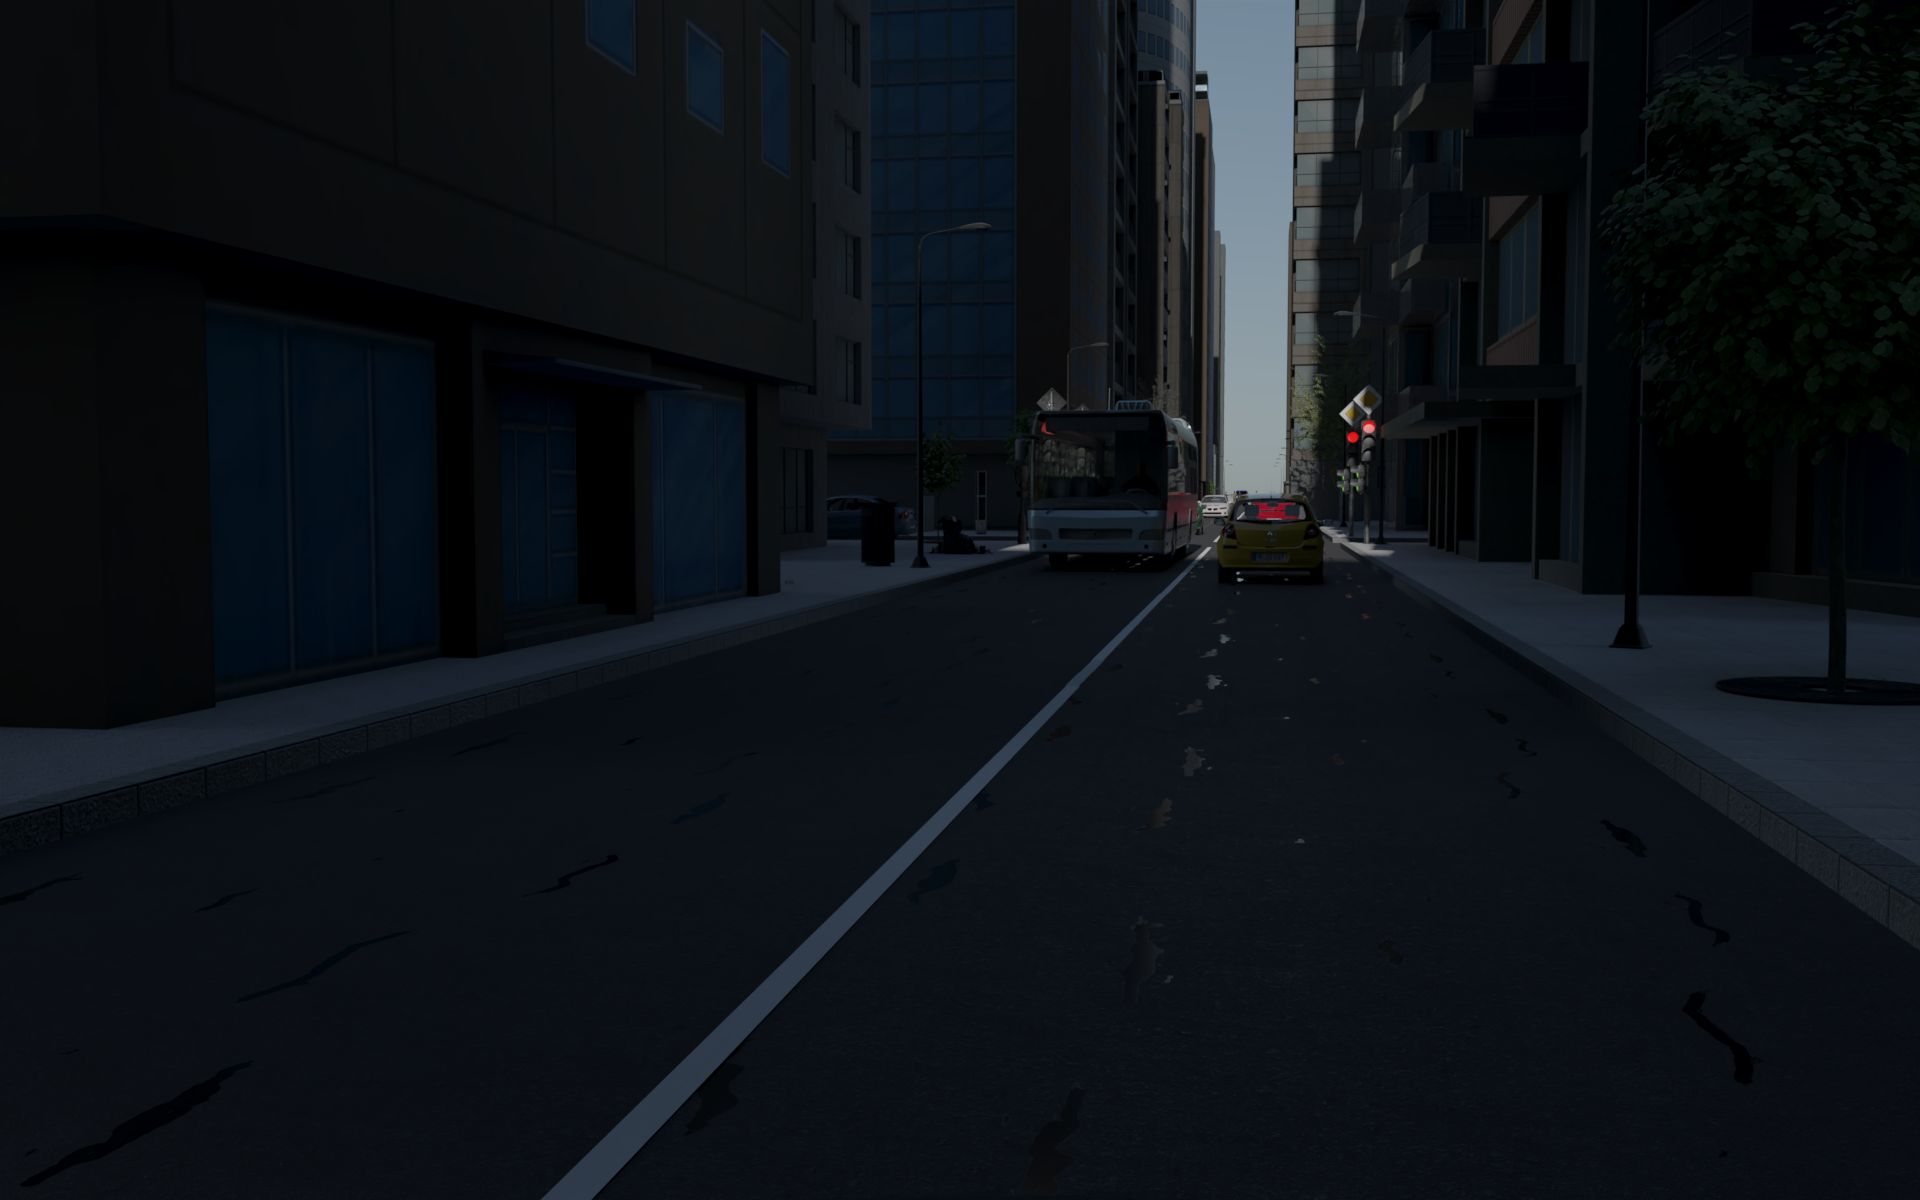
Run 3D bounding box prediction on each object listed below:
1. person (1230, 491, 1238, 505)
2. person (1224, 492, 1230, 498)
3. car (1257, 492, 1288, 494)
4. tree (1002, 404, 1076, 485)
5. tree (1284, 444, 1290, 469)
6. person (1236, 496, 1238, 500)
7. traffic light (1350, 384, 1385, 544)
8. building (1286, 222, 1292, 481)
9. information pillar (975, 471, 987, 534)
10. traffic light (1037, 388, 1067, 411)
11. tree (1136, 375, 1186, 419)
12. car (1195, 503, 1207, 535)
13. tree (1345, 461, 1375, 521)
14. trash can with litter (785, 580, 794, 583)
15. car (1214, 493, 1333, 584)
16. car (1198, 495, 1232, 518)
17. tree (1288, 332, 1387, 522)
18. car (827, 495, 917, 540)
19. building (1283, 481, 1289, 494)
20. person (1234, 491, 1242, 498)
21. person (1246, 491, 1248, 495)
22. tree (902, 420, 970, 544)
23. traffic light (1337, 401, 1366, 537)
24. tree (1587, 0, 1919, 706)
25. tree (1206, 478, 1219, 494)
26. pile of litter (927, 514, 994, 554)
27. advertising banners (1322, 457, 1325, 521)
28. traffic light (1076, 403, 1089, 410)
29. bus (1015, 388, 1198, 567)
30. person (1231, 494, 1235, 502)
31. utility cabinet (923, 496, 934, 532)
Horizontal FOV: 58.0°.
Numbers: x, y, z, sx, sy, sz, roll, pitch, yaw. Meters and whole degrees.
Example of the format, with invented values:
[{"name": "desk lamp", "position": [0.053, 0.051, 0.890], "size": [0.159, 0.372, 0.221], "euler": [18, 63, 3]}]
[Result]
[{"name": "person", "position": [35.515, -13.177, 223.952], "size": [1.348, 1.824, 0.705], "euler": [2, 4, 33]}, {"name": "person", "position": [31.152, -11.781, 201.917], "size": [0.742, 1.727, 0.445], "euler": [0, 4, -4]}, {"name": "car", "position": [11.365, -3.305, 63.080], "size": [2.155, 1.783, 4.494], "euler": [1, 4, 8]}, {"name": "tree", "position": [3.012, -4.498, 57.253], "size": [4.285, 4.588, 4.351], "euler": [0, 3, 0]}, {"name": "tree", "position": [42.173, -16.168, 214.709], "size": [4.360, 8.622, 3.978], "euler": [0, 3, 0]}, {"name": "person", "position": [36.798, -13.356, 230.062], "size": [0.799, 1.438, 0.628], "euler": [2, 4, 29]}, {"name": "traffic light", "position": [10.418, -3.389, 44.323], "size": [0.839, 4.253, 0.868], "euler": [1, 4, 10]}, {"name": "building", "position": [58.951, -38.195, 274.596], "size": [14.600, 45.320, 14.200], "euler": [1, 4, 10]}, {"name": "information pillar", "position": [0.670, -3.095, 55.101], "size": [0.304, 2.012, 0.304], "euler": [-1, 4, -11]}, {"name": "traffic light", "position": [2.425, -3.473, 45.698], "size": [0.839, 4.253, 0.868], "euler": [1, 4, 10]}, {"name": "tree", "position": [11.825, -9.550, 106.509], "size": [4.360, 8.622, 3.978], "euler": [0, 3, 0]}, {"name": "car", "position": [7.767, -3.067, 61.943], "size": [2.131, 1.459, 4.920], "euler": [1, 4, 9]}, {"name": "tree", "position": [18.403, -5.319, 81.561], "size": [1.663, 3.219, 1.824], "euler": [0, 3, 0]}, {"name": "trash can with litter", "position": [-3.496, -0.827, 24.582], "size": [2.233, 1.210, 1.678], "euler": [0, 4, 0]}, {"name": "car", "position": [5.272, -1.163, 29.234], "size": [2.015, 1.641, 3.980], "euler": [1, 4, 11]}, {"name": "car", "position": [15.372, -5.631, 104.420], "size": [2.083, 1.381, 4.827], "euler": [1, 4, 12]}, {"name": "tree", "position": [16.986, -7.813, 78.106], "size": [4.737, 8.622, 4.395], "euler": [0, 3, 0]}, {"name": "car", "position": [-3.510, -2.355, 50.509], "size": [4.499, 1.417, 2.014], "euler": [1, 4, 11]}, {"name": "building", "position": [64.336, -34.397, 254.278], "size": [32.217, 40.220, 23.993], "euler": [1, 4, 10]}, {"name": "person", "position": [34.905, -12.707, 216.276], "size": [1.348, 1.821, 0.705], "euler": [1, 4, 21]}, {"name": "person", "position": [42.056, -14.975, 253.276], "size": [0.705, 1.831, 1.348], "euler": [3, 4, 38]}, {"name": "tree", "position": [-0.525, -3.088, 45.085], "size": [1.663, 3.219, 1.824], "euler": [0, 3, 0]}, {"name": "traffic light", "position": [11.792, -3.870, 52.189], "size": [0.839, 4.253, 0.868], "euler": [1, 4, 10]}, {"name": "tree", "position": [5.708, -1.677, 11.133], "size": [4.285, 4.588, 4.351], "euler": [0, 3, 0]}, {"name": "tree", "position": [29.613, -12.787, 203.665], "size": [1.663, 3.219, 1.824], "euler": [0, 3, 0]}, {"name": "pile of litter", "position": [-0.080, -1.431, 37.364], "size": [1.176, 0.858, 1.719], "euler": [-3, 5, -45]}, {"name": "advertising banners", "position": [15.787, -4.834, 75.231], "size": [0.090, 3.025, 2.074], "euler": [1, 4, 12]}, {"name": "traffic light", "position": [3.799, -3.954, 53.564], "size": [0.839, 4.253, 0.868], "euler": [1, 4, 10]}, {"name": "bus", "position": [3.510, -2.586, 37.147], "size": [2.948, 3.499, 13.247], "euler": [1, 4, 10]}, {"name": "person", "position": [36.559, -13.443, 231.489], "size": [0.799, 1.438, 0.628], "euler": [-1, 4, -19]}, {"name": "utility cabinet", "position": [-1.169, -2.929, 59.049], "size": [0.306, 1.237, 1.020], "euler": [1, 4, 17]}]
